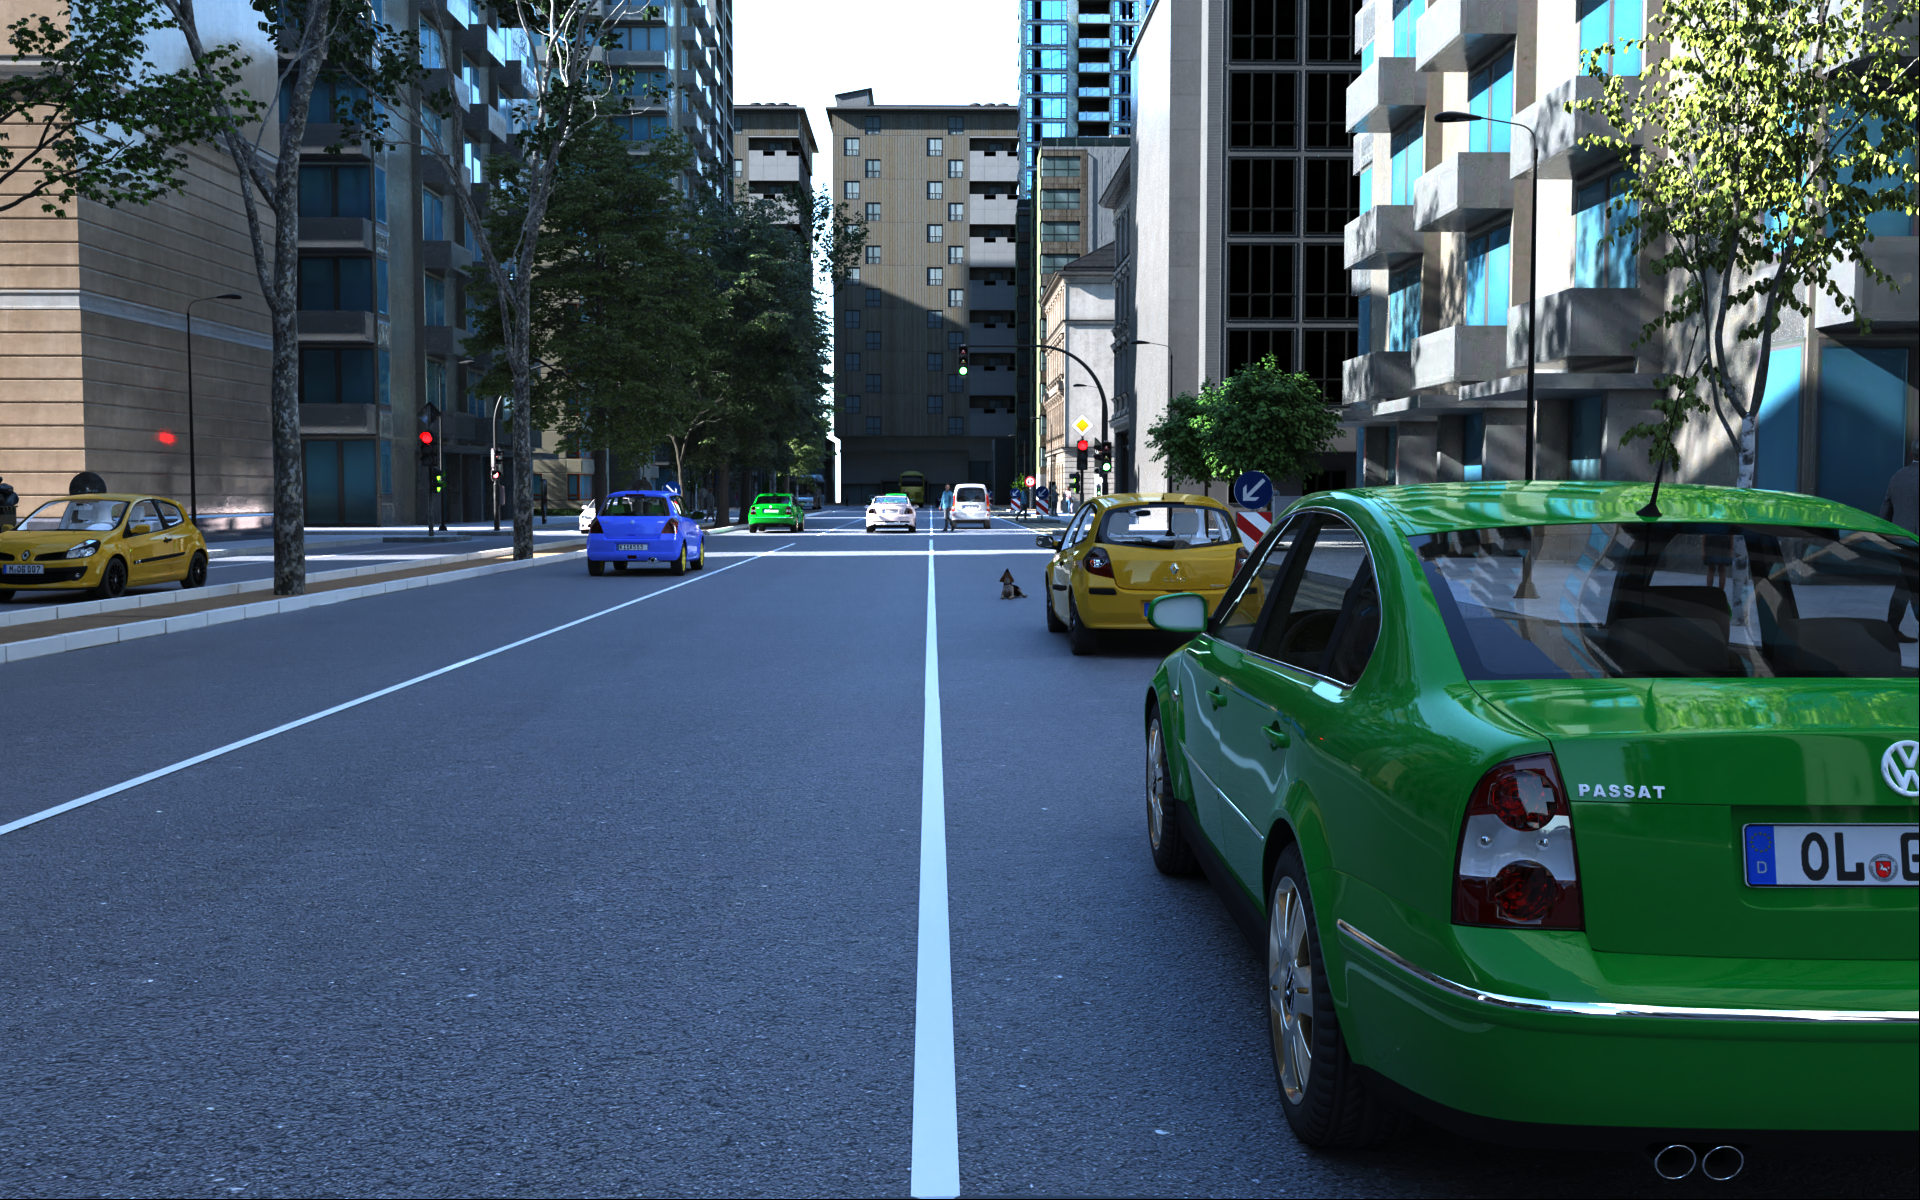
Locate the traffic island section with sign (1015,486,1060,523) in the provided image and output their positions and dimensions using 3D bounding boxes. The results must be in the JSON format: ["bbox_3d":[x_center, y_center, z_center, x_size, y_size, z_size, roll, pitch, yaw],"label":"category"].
[{"bbox_3d":[3.909,-4.714,85.708,1.989,1.847,2.006,0,4,-1],"label":"traffic island section with sign"}]

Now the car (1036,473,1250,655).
[{"bbox_3d":[1.789,-0.406,16.859,2.015,1.641,3.980,0,4,-2],"label":"car"}]

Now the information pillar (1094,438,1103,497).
[{"bbox_3d":[5.764,-4.911,71.650,0.504,3.616,0.183,3,5,40],"label":"information pillar"}]

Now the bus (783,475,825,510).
[{"bbox_3d":[-14.342,-10.140,160.647,2.948,3.499,13.247,0,3,0],"label":"bus"}]

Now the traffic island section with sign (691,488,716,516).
[{"bbox_3d":[-16.762,-6.376,112.876,1.989,1.847,2.006,0,4,-1],"label":"traffic island section with sign"}]

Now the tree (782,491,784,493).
[{"bbox_3d":[-20.840,-12.900,205.518,1.663,3.219,1.824,0,3,0],"label":"tree"}]

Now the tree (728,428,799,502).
[{"bbox_3d":[-10.621,-8.363,89.548,4.360,8.622,3.978,0,3,0],"label":"tree"}]

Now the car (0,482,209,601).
[{"bbox_3d":[-12.157,-0.867,24.391,2.015,1.641,3.980,0,4,0],"label":"car"}]

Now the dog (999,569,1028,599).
[{"bbox_3d":[0.774,-0.228,23.915,0.748,0.427,0.550,-2,4,-33],"label":"dog"}]

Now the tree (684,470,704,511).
[{"bbox_3d":[-20.552,-8.475,133.160,1.663,3.219,1.824,0,3,0],"label":"tree"}]

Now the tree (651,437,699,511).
[{"bbox_3d":[-19.601,-10.365,119.833,4.360,8.622,3.978,0,3,0],"label":"tree"}]

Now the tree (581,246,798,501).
[{"bbox_3d":[-10.018,-7.710,62.920,8.767,10.594,7.601,0,4,-1],"label":"tree"}]

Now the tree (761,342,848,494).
[{"bbox_3d":[-10.921,-11.470,108.124,7.486,12.596,7.792,0,3,0],"label":"tree"}]

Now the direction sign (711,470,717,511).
[{"bbox_3d":[-19.112,-8.733,134.782,0.379,3.537,0.876,1,4,22],"label":"direction sign"}]

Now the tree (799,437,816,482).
[{"bbox_3d":[-10.881,-9.943,115.390,4.360,8.622,3.978,0,3,0],"label":"tree"}]

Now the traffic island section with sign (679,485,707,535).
[{"bbox_3d":[-9.947,-3.197,60.402,2.006,1.907,1.989,0,4,-1],"label":"traffic island section with sign"}]

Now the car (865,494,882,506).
[{"bbox_3d":[-8.569,-10.000,175.294,2.131,1.459,4.920,0,4,1],"label":"car"}]

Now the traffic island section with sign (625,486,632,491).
[{"bbox_3d":[-16.326,-4.724,85.862,1.989,1.847,2.006,0,4,-1],"label":"traffic island section with sign"}]

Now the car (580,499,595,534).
[{"bbox_3d":[-12.891,-3.177,64.308,2.083,1.381,4.827,0,4,-3],"label":"car"}]

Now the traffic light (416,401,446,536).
[{"bbox_3d":[-16.054,-3.890,52.524,0.839,4.253,0.868,0,4,-1],"label":"traffic light"}]

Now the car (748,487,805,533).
[{"bbox_3d":[-6.902,-3.463,65.415,1.959,1.807,4.718,0,3,0],"label":"car"}]

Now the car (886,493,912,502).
[{"bbox_3d":[-3.903,-5.944,105.978,1.959,1.807,4.718,0,4,-2],"label":"car"}]

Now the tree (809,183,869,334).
[{"bbox_3d":[-11.759,-14.642,97.748,12.611,20.169,13.585,0,3,0],"label":"tree"}]

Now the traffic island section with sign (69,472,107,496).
[{"bbox_3d":[-15.400,-1.313,30.102,1.989,1.847,2.006,0,4,-1],"label":"traffic island section with sign"}]

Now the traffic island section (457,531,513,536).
[{"bbox_3d":[-16.227,-2.346,60.642,2.009,0.180,2.903,0,4,-1],"label":"traffic island section"}]

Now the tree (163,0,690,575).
[{"bbox_3d":[-10.632,-10.958,37.516,12.611,20.169,13.585,0,3,0],"label":"tree"}]

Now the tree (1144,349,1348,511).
[{"bbox_3d":[7.054,-3.396,39.233,4.285,4.588,4.351,0,3,0],"label":"tree"}]

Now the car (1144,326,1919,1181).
[{"bbox_3d":[1.607,0.222,5.170,1.959,1.807,4.718,0,4,0],"label":"car"}]

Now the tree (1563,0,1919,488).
[{"bbox_3d":[7.794,-4.063,16.795,4.737,8.622,4.395,0,3,0],"label":"tree"}]

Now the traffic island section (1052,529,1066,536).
[{"bbox_3d":[4.312,-2.367,60.977,2.009,0.180,2.903,0,4,-1],"label":"traffic island section"}]

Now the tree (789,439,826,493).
[{"bbox_3d":[-11.316,-10.254,120.465,4.737,8.622,4.395,0,3,0],"label":"tree"}]

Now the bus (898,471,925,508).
[{"bbox_3d":[-5.170,-11.876,185.724,2.896,3.916,12.252,0,4,-2],"label":"bus"}]

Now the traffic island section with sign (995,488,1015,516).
[{"bbox_3d":[3.461,-6.363,112.659,1.989,1.847,2.006,0,4,-1],"label":"traffic island section with sign"}]

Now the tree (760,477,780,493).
[{"bbox_3d":[-21.034,-11.963,190.190,1.663,3.219,1.824,0,3,0],"label":"tree"}]

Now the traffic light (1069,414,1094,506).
[{"bbox_3d":[4.272,-4.400,60.862,0.839,4.253,0.868,0,4,-1],"label":"traffic light"}]

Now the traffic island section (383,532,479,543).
[{"bbox_3d":[-16.094,-1.858,52.658,2.009,0.180,2.903,0,4,-1],"label":"traffic island section"}]

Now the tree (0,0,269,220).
[{"bbox_3d":[-9.137,-5.222,13.596,9.928,11.665,9.643,0,3,0],"label":"tree"}]

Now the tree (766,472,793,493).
[{"bbox_3d":[-20.837,-13.280,200.845,4.285,4.588,4.351,0,3,0],"label":"tree"}]

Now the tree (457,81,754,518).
[{"bbox_3d":[-10.091,-7.800,48.115,7.486,12.596,7.792,0,3,0],"label":"tree"}]

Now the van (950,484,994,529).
[{"bbox_3d":[0.431,-3.993,72.297,2.013,2.044,4.112,0,4,0],"label":"van"}]

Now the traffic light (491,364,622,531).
[{"bbox_3d":[-14.096,-5.254,60.578,4.771,5.953,1.251,0,4,-1],"label":"traffic light"}]

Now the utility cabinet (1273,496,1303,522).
[{"bbox_3d":[10.228,-2.602,53.699,1.020,1.237,0.306,0,4,-4],"label":"utility cabinet"}]

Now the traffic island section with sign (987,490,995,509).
[{"bbox_3d":[2.622,-9.424,162.717,1.989,1.847,2.006,0,4,-1],"label":"traffic island section with sign"}]

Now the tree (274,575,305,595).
[{"bbox_3d":[-10.748,-10.182,24.825,12.611,20.169,13.585,0,3,0],"label":"tree"}]

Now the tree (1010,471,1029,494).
[{"bbox_3d":[4.992,-9.184,144.765,1.663,3.219,1.824,0,3,0],"label":"tree"}]

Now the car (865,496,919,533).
[{"bbox_3d":[-2.599,-3.268,65.799,2.083,1.381,4.827,0,4,-1],"label":"car"}]

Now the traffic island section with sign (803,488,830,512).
[{"bbox_3d":[-11.204,-7.792,135.530,2.006,1.907,1.989,0,4,-1],"label":"traffic island section with sign"}]

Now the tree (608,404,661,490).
[{"bbox_3d":[-19.763,-9.571,106.853,4.737,8.622,4.395,0,3,0],"label":"tree"}]

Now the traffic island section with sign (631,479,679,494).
[{"bbox_3d":[-9.834,-2.744,52.995,2.006,1.907,1.989,0,4,-1],"label":"traffic island section with sign"}]

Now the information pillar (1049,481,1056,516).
[{"bbox_3d":[5.373,-5.882,100.655,0.304,2.012,0.304,-2,4,-25],"label":"information pillar"}]

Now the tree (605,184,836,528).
[{"bbox_3d":[-9.955,-9.967,72.065,9.857,13.997,8.962,0,3,0],"label":"tree"}]

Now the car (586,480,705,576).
[{"bbox_3d":[-5.698,-1.353,31.712,1.945,1.707,3.694,0,4,-1],"label":"car"}]

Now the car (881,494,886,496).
[{"bbox_3d":[-9.058,-11.972,204.774,2.155,1.783,4.494,0,4,-2],"label":"car"}]

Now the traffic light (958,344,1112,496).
[{"bbox_3d":[2.314,-4.773,52.702,4.771,5.953,1.251,0,4,-1],"label":"traffic light"}]

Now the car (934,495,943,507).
[{"bbox_3d":[-1.802,-10.773,188.719,1.945,1.354,3.894,0,4,-3],"label":"car"}]

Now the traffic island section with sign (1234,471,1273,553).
[{"bbox_3d":[4.833,-1.307,29.989,1.989,1.847,2.006,0,4,-1],"label":"traffic island section with sign"}]
